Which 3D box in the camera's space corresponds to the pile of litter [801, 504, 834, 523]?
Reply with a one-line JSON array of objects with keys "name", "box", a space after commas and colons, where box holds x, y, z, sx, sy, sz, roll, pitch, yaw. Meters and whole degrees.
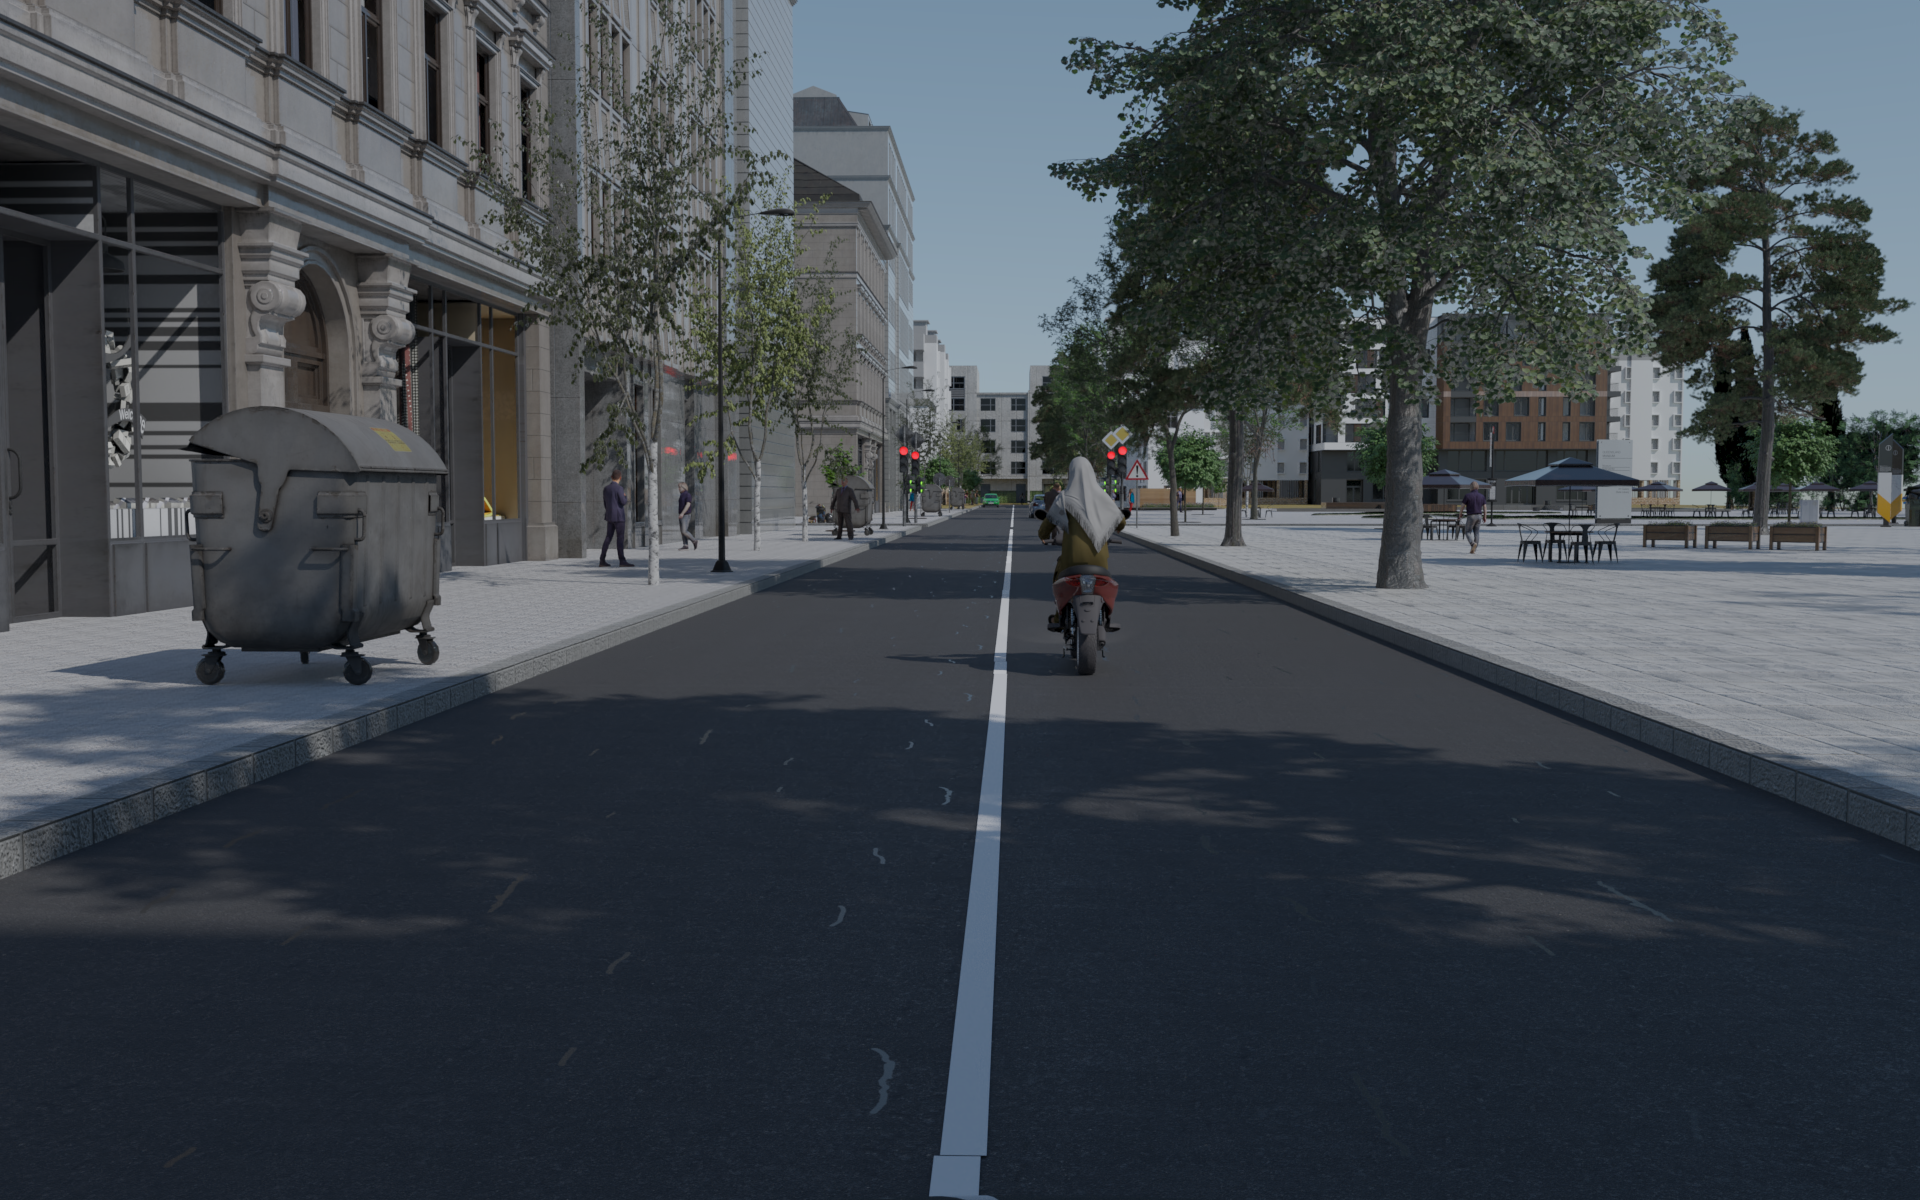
[{"name": "pile of litter", "box": [-6.226, -3.826, 76.527, 1.719, 0.858, 1.176, 0, 4, 1]}]

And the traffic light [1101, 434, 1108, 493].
[{"name": "traffic light", "box": [6.620, -5.322, 76.264, 0.839, 4.213, 0.868, 0, 4, 2]}]

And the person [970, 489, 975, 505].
[{"name": "person", "box": [1.402, -11.688, 197.151, 0.705, 1.824, 1.348, -2, 4, -32]}]

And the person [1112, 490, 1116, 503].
[{"name": "person", "box": [10.933, -7.074, 123.772, 0.319, 1.574, 0.516, -2, 4, -27]}]

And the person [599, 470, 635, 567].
[{"name": "person", "box": [-6.048, -1.436, 30.442, 0.530, 1.710, 0.541, -3, 5, -40]}]

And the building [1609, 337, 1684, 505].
[{"name": "building", "box": [80.874, -21.887, 214.270, 11.380, 20.091, 16.016, 0, 4, 2]}]

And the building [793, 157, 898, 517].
[{"name": "building", "box": [-10.167, -15.185, 99.177, 10.553, 20.767, 40.483, 0, 4, 2]}]

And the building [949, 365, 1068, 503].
[{"name": "building", "box": [9.885, -23.233, 246.316, 31.486, 18.905, 16.747, 0, 4, 2]}]

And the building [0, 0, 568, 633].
[{"name": "building", "box": [-12.949, -9.961, 13.774, 10.553, 20.767, 40.483, 0, 4, 2]}]

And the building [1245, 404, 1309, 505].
[{"name": "building", "box": [36.589, -21.965, 215.546, 11.380, 20.091, 16.016, 0, 4, 2]}]

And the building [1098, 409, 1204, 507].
[{"name": "building", "box": [18.216, -14.021, 171.396, 9.099, 9.664, 28.070, 0, 4, 2]}]

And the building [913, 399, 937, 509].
[{"name": "building", "box": [-6.799, -13.733, 166.686, 9.099, 9.664, 28.070, 0, 4, 2]}]

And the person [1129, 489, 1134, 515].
[{"name": "person", "box": [10.417, -5.968, 105.331, 0.593, 1.614, 0.444, -3, 4, -37]}]

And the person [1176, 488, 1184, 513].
[{"name": "person", "box": [15.161, -6.885, 119.433, 0.655, 1.722, 0.431, -2, 4, -27]}]

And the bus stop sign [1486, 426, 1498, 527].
[{"name": "bus stop sign", "box": [21.037, -4.884, 68.560, 0.416, 3.939, 0.855, 0, 4, 8]}]

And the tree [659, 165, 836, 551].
[{"name": "tree", "box": [-4.678, -5.435, 39.217, 4.737, 8.622, 4.395, 0, 3, 0]}]

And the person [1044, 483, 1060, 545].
[{"name": "person", "box": [2.624, -2.419, 48.745, 0.565, 1.739, 0.600, 0, 4, 1]}]

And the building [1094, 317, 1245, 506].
[{"name": "building", "box": [22.287, -20.442, 190.646, 16.016, 20.091, 11.380, 0, 4, 2]}]

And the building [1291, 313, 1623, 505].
[{"name": "building", "box": [58.710, -22.373, 209.778, 32.646, 21.610, 27.936, 0, 4, 2]}]

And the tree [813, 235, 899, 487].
[{"name": "tree", "box": [-4.241, -5.875, 46.418, 4.360, 8.622, 3.978, 0, 3, 0]}]

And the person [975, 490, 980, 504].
[{"name": "person", "box": [2.102, -12.726, 214.133, 0.705, 1.822, 1.348, 1, 4, 22]}]

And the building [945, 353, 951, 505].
[{"name": "building", "box": [-9.348, -20.875, 197.722, 16.016, 20.091, 11.380, 0, 4, 2]}]

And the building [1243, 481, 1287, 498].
[{"name": "building", "box": [42.130, -24.921, 251.427, 32.646, 21.610, 27.936, 0, 4, 2]}]

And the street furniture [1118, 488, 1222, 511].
[{"name": "street furniture", "box": [17.111, -7.991, 137.502, 11.010, 1.723, 9.812, -1, 4, -15]}]

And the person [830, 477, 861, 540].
[{"name": "person", "box": [-3.247, -2.570, 48.611, 0.990, 1.755, 0.434, 2, 4, 32]}]

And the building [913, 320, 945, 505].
[{"name": "building", "box": [-10.075, -20.168, 186.168, 16.016, 20.091, 11.380, 0, 4, 2]}]

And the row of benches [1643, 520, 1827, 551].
[{"name": "row of benches", "box": [18.120, -1.526, 40.420, 4.104, 0.672, 1.422, 3, 5, 42]}]

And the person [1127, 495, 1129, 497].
[{"name": "person", "box": [15.675, -9.163, 155.951, 1.348, 1.812, 0.705, 0, 4, -5]}]

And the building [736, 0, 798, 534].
[{"name": "building", "box": [-21.157, -17.292, 60.211, 29.804, 29.767, 11.434, 0, 4, 2]}]

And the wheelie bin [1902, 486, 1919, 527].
[{"name": "wheelie bin", "box": [37.502, -3.670, 67.909, 0.980, 1.594, 0.693, 1, 4, 10]}]

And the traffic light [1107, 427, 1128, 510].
[{"name": "traffic light", "box": [6.368, -4.834, 68.283, 0.839, 4.213, 0.868, 0, 4, 2]}]

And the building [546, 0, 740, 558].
[{"name": "building", "box": [-13.214, -13.811, 43.826, 12.078, 24.808, 19.932, 0, 4, 2]}]

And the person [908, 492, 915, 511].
[{"name": "person", "box": [-3.506, -7.384, 128.483, 0.593, 1.614, 0.444, 3, 5, 45]}]

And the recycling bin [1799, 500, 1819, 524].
[{"name": "recycling bin", "box": [36.736, -3.816, 74.947, 0.722, 1.027, 0.722, 1, 4, 21]}]

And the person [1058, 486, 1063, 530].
[{"name": "person", "box": [3.815, -3.582, 67.619, 0.990, 1.755, 0.434, -1, 4, -9]}]

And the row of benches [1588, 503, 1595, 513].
[{"name": "row of benches", "box": [43.073, -6.149, 115.992, 1.422, 0.672, 4.104, 3, 5, 41]}]

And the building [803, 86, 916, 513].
[{"name": "building", "box": [-9.857, -21.825, 134.327, 11.434, 29.767, 29.804, 0, 4, 2]}]

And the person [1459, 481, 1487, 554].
[{"name": "person", "box": [11.001, -1.775, 37.275, 0.569, 1.553, 0.471, 2, 4, 30]}]

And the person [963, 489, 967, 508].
[{"name": "person", "box": [0.419, -9.581, 163.134, 0.568, 1.767, 0.683, 0, 4, 7]}]

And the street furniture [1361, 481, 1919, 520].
[{"name": "street furniture", "box": [35.912, -5.202, 90.087, 27.439, 1.986, 14.083, 2, 4, 31]}]

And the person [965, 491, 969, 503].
[{"name": "person", "box": [0.895, -13.042, 219.804, 1.217, 1.766, 0.721, 0, 4, -4]}]

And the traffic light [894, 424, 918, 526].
[{"name": "traffic light", "box": [-2.189, -4.850, 68.535, 0.839, 4.213, 0.868, 0, 4, 2]}]

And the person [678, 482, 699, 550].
[{"name": "person", "box": [-6.197, -1.902, 39.353, 0.471, 1.553, 0.569, 0, 4, 2]}]

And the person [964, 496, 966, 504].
[{"name": "person", "box": [0.631, -12.701, 216.935, 0.991, 1.433, 0.599, 3, 4, 37]}]

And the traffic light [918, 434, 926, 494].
[{"name": "traffic light", "box": [-1.938, -5.338, 76.516, 0.839, 4.213, 0.868, 0, 4, 2]}]
